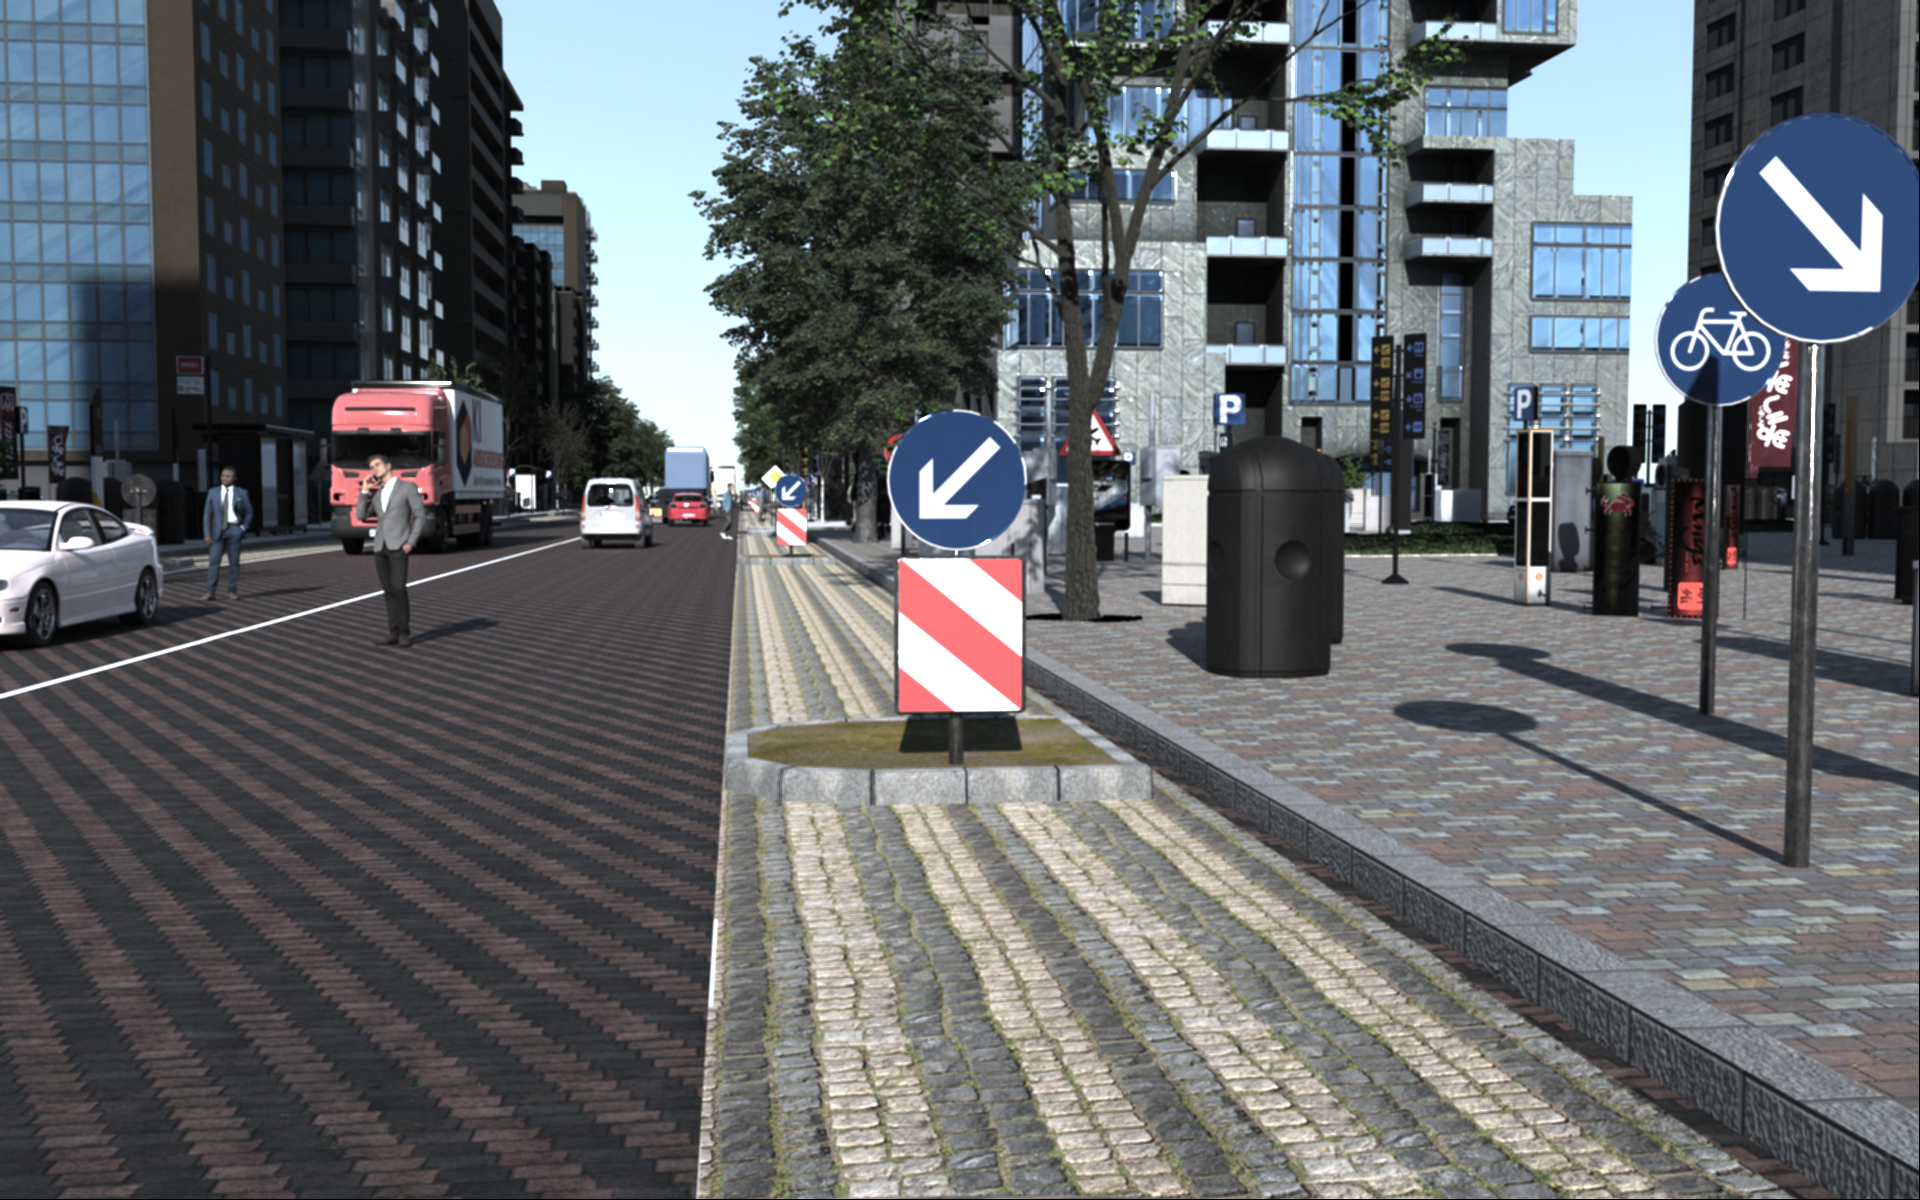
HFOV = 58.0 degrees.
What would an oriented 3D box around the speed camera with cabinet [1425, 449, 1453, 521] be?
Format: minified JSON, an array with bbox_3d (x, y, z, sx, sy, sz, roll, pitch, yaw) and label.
[{"bbox_3d":[20.993,-4.987,75.873,0.660,3.252,2.038,0,4,-6],"label":"speed camera with cabinet"}]

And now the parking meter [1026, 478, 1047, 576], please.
[{"bbox_3d":[1.172,-1.149,27.202,0.372,1.533,0.369,0,3,0],"label":"parking meter"}]

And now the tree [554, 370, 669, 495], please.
[{"bbox_3d":[-37.006,-16.604,178.133,9.857,13.997,8.962,0,3,0],"label":"tree"}]

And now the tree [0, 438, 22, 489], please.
[{"bbox_3d":[-18.392,-2.304,32.265,1.663,3.219,1.824,0,3,0],"label":"tree"}]

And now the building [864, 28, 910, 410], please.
[{"bbox_3d":[-1.601,-31.407,163.621,14.600,45.320,14.200,0,4,-7],"label":"building"}]

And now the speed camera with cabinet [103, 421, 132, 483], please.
[{"bbox_3d":[-22.441,-3.242,47.344,0.660,3.252,2.038,2,4,35],"label":"speed camera with cabinet"}]

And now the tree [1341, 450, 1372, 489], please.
[{"bbox_3d":[17.273,-5.050,77.170,1.663,3.219,1.824,0,3,0],"label":"tree"}]

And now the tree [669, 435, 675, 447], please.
[{"bbox_3d":[-51.233,-23.329,288.084,9.857,13.997,8.962,0,3,0],"label":"tree"}]

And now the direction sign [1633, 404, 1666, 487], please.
[{"bbox_3d":[17.368,-3.163,43.714,0.876,3.537,0.379,-1,4,-10],"label":"direction sign"}]

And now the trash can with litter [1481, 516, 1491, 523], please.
[{"bbox_3d":[23.238,-4.047,77.559,1.055,1.170,0.624,2,4,27],"label":"trash can with litter"}]

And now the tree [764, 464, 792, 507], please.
[{"bbox_3d":[-18.214,-11.597,173.331,4.285,4.588,4.351,0,3,0],"label":"tree"}]

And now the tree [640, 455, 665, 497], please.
[{"bbox_3d":[-48.147,-20.219,264.984,7.601,10.594,8.767,2,4,26],"label":"tree"}]

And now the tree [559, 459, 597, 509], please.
[{"bbox_3d":[-32.461,-9.987,146.995,4.285,4.588,4.351,0,3,0],"label":"tree"}]

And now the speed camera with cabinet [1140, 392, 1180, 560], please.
[{"bbox_3d":[4.158,-2.369,33.068,0.660,3.252,2.038,-1,4,-22],"label":"speed camera with cabinet"}]

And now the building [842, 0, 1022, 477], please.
[{"bbox_3d":[2.481,-36.431,184.884,28.713,52.752,27.495,0,4,-7],"label":"building"}]

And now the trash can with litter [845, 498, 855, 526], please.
[{"bbox_3d":[-4.260,-3.581,69.938,0.624,1.170,1.055,-1,4,-22],"label":"trash can with litter"}]

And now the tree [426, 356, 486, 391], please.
[{"bbox_3d":[-26.895,-8.640,91.634,4.737,8.622,4.395,0,3,0],"label":"tree"}]

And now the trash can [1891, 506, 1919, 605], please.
[{"bbox_3d":[11.190,-0.515,20.072,0.748,1.137,0.748,0,3,0],"label":"trash can"}]

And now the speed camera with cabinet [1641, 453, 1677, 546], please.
[{"bbox_3d":[17.198,-2.933,42.284,0.660,3.252,2.038,0,4,6],"label":"speed camera with cabinet"}]

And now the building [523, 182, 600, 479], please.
[{"bbox_3d":[-68.422,-39.883,271.692,23.786,49.044,30.456,0,4,-7],"label":"building"}]

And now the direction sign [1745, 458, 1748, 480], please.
[{"bbox_3d":[42.000,-6.194,93.262,0.876,3.537,0.379,1,4,18],"label":"direction sign"}]

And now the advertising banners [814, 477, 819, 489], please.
[{"bbox_3d":[-7.309,-5.920,92.985,0.090,3.025,2.074,-2,4,-35],"label":"advertising banners"}]

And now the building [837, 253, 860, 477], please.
[{"bbox_3d":[-7.641,-26.515,205.214,14.160,30.474,14.107,0,4,-7],"label":"building"}]

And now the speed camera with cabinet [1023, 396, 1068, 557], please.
[{"bbox_3d":[1.828,-2.542,35.892,0.660,3.252,2.038,1,4,18],"label":"speed camera with cabinet"}]

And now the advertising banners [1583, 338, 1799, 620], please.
[{"bbox_3d":[7.550,-1.324,17.828,2.074,3.025,0.090,2,4,25],"label":"advertising banners"}]

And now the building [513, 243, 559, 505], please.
[{"bbox_3d":[-54.012,-25.995,196.720,14.160,30.474,14.107,0,4,-7],"label":"building"}]

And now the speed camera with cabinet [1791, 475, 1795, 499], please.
[{"bbox_3d":[39.412,-5.281,80.679,2.038,3.252,0.660,-3,5,-44],"label":"speed camera with cabinet"}]

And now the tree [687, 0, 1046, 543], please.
[{"bbox_3d":[-2.522,-8.479,45.293,9.857,13.997,8.962,0,3,0],"label":"tree"}]

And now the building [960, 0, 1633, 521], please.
[{"bbox_3d":[15.629,-47.431,88.163,31.000,86.520,22.319,0,4,-7],"label":"building"}]

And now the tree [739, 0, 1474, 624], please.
[{"bbox_3d":[1.374,-5.607,17.431,9.928,11.665,9.643,0,3,0],"label":"tree"}]

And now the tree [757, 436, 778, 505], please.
[{"bbox_3d":[-21.707,-15.386,201.931,4.737,8.622,4.395,0,3,0],"label":"tree"}]

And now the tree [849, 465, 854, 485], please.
[{"bbox_3d":[-6.714,-6.386,99.014,1.663,3.219,1.824,0,3,0],"label":"tree"}]

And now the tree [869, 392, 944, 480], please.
[{"bbox_3d":[-0.707,-2.354,33.091,1.663,3.219,1.824,0,3,0],"label":"tree"}]

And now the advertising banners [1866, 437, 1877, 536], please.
[{"bbox_3d":[27.442,-3.443,52.481,0.090,3.025,2.074,3,5,43],"label":"advertising banners"}]

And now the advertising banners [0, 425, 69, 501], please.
[{"bbox_3d":[-23.602,-2.914,43.833,2.074,3.025,0.090,-3,5,-44],"label":"advertising banners"}]

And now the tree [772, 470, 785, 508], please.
[{"bbox_3d":[-13.841,-8.591,135.063,1.663,3.219,1.824,0,3,0],"label":"tree"}]

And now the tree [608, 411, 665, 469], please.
[{"bbox_3d":[-45.181,-19.934,236.283,12.009,13.543,11.850,0,3,0],"label":"tree"}]

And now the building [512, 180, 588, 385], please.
[{"bbox_3d":[-61.465,-36.704,250.220,14.600,45.320,14.200,0,4,-7],"label":"building"}]

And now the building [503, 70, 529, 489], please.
[{"bbox_3d":[-55.803,-31.767,174.018,22.147,44.769,28.867,0,4,-7],"label":"building"}]

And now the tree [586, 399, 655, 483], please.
[{"bbox_3d":[-40.742,-17.569,204.264,9.611,12.733,9.660,0,3,0],"label":"tree"}]

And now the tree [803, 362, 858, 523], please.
[{"bbox_3d":[-5.842,-7.705,76.346,4.360,8.622,3.978,0,3,0],"label":"tree"}]

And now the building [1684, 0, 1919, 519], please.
[{"bbox_3d":[53.240,-39.833,89.519,20.611,71.187,20.563,0,4,-7],"label":"building"}]

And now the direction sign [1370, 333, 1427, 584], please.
[{"bbox_3d":[6.246,-2.003,24.754,0.379,3.537,0.876,-3,5,-43],"label":"direction sign"}]

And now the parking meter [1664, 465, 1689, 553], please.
[{"bbox_3d":[14.234,-1.752,34.364,0.399,1.863,0.255,0,4,-8],"label":"parking meter"}]

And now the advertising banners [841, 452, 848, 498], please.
[{"bbox_3d":[-4.751,-4.725,73.444,0.090,3.025,2.074,1,4,12],"label":"advertising banners"}]

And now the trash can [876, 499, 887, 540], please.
[{"bbox_3d":[-2.424,-2.278,48.895,0.748,1.137,0.748,0,3,0],"label":"trash can"}]

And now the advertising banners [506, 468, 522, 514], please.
[{"bbox_3d":[-29.548,-7.243,114.610,0.090,3.025,2.074,-3,5,-40],"label":"advertising banners"}]

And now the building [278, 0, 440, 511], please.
[{"bbox_3d":[-47.782,-30.393,116.541,23.786,49.044,30.456,0,4,-7],"label":"building"}]

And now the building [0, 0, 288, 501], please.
[{"bbox_3d":[-40.510,-26.298,80.082,14.600,45.320,14.200,0,4,-7],"label":"building"}]

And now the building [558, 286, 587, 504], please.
[{"bbox_3d":[-58.684,-28.429,236.507,14.160,30.474,14.107,0,4,-7],"label":"building"}]

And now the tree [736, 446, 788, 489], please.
[{"bbox_3d":[-32.894,-22.877,291.045,9.611,12.733,9.660,0,3,0],"label":"tree"}]

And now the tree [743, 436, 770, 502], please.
[{"bbox_3d":[-30.064,-21.458,268.960,7.486,12.596,7.792,0,3,0],"label":"tree"}]

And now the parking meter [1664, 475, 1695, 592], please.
[{"bbox_3d":[9.446,-0.874,22.707,0.372,1.533,0.369,0,3,0],"label":"parking meter"}]

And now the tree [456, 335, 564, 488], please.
[{"bbox_3d":[-27.278,-10.276,102.427,8.767,10.594,7.601,2,4,25],"label":"tree"}]

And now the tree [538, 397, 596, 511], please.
[{"bbox_3d":[-31.375,-11.504,138.453,4.360,8.622,3.978,0,3,0],"label":"tree"}]

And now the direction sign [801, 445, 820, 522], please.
[{"bbox_3d":[-6.926,-5.404,80.345,0.876,3.537,0.379,0,4,1],"label":"direction sign"}]

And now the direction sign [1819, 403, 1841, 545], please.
[{"bbox_3d":[21.783,-3.159,43.655,0.379,3.537,0.876,0,4,1],"label":"direction sign"}]

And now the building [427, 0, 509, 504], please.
[{"bbox_3d":[-51.404,-32.130,149.030,21.300,48.544,21.600,0,4,-7],"label":"building"}]

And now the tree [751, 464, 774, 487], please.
[{"bbox_3d":[-29.694,-18.973,260.577,4.360,8.622,3.978,0,3,0],"label":"tree"}]
